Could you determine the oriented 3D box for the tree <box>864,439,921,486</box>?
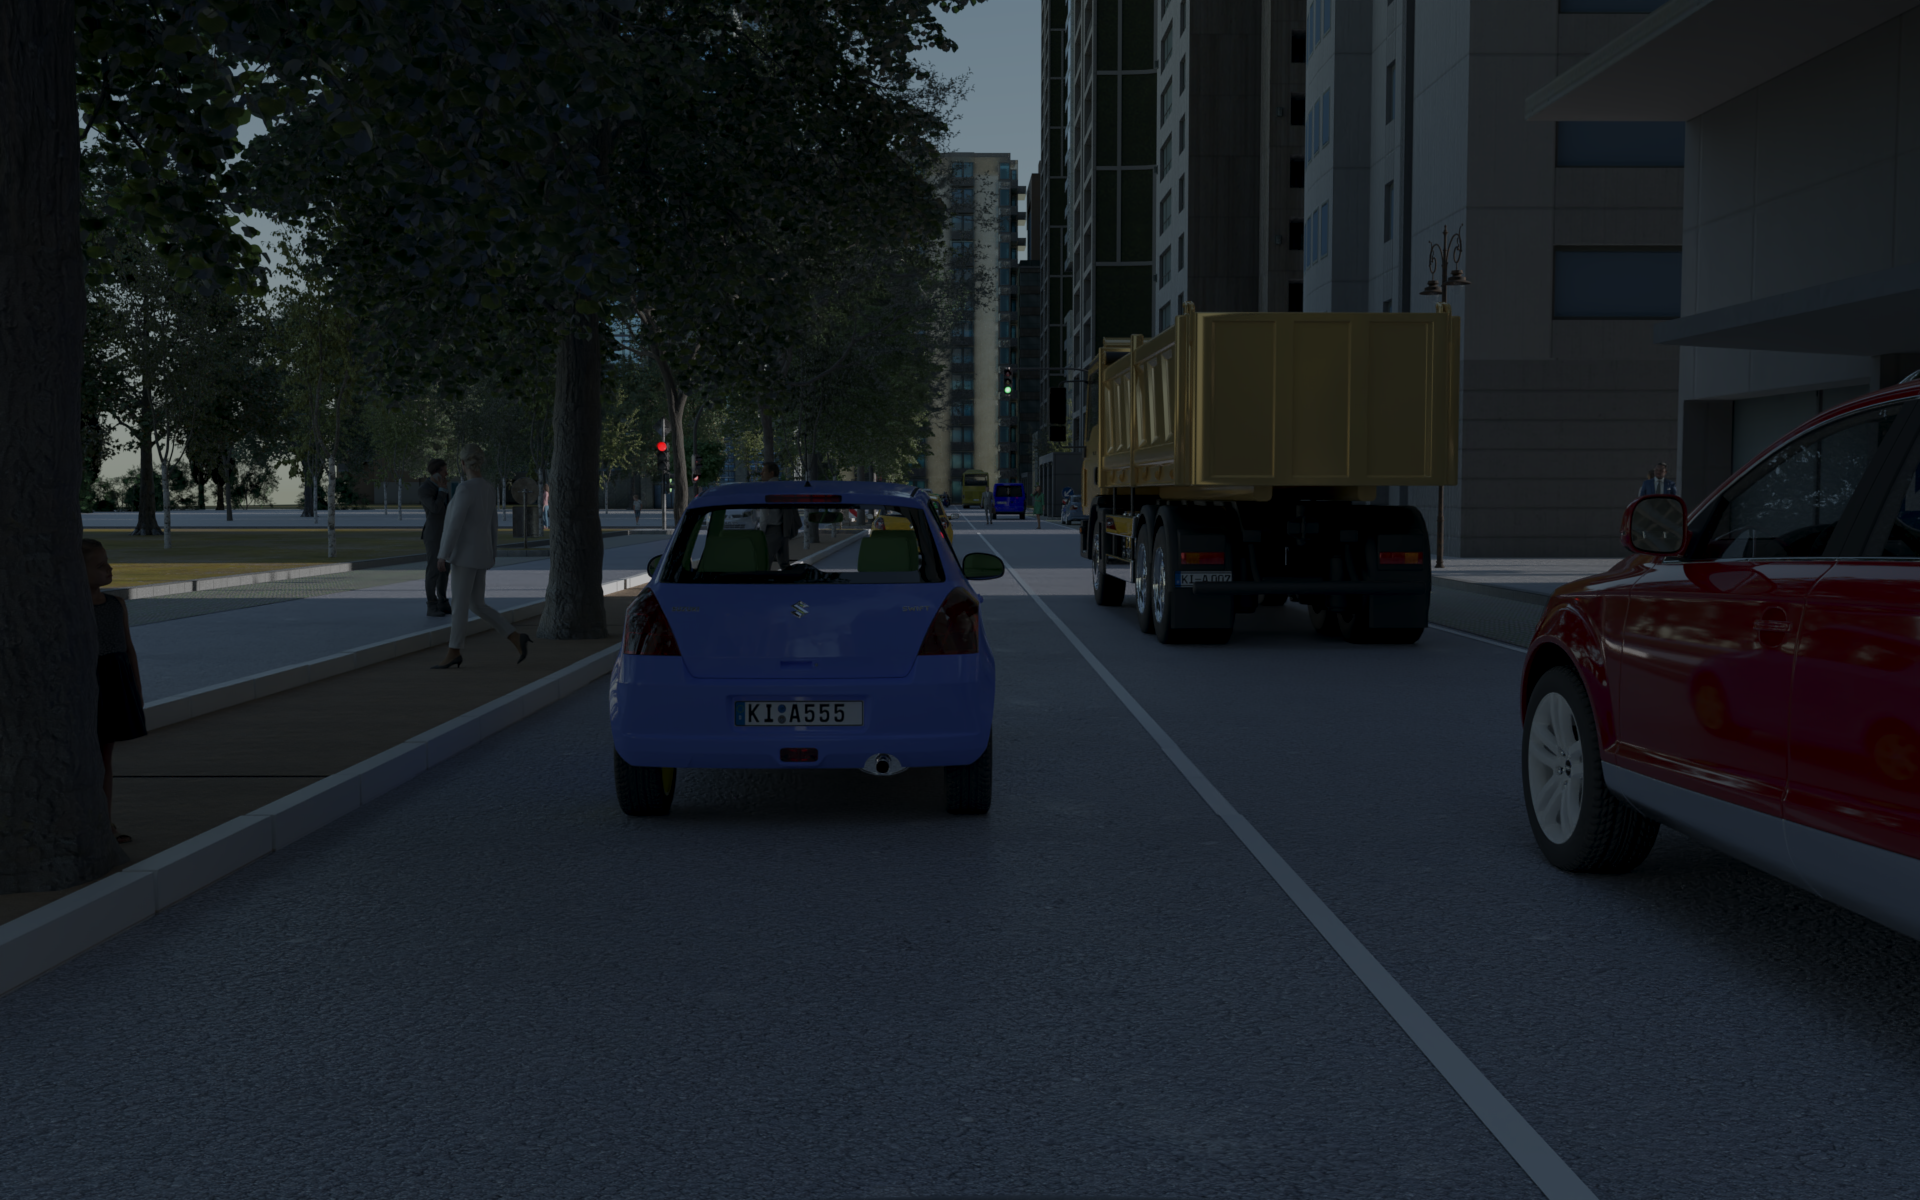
[{"bbox_3d":[-4.631,-10.040,116.968,4.737,8.622,4.395,0,3,0],"label":"tree"}]

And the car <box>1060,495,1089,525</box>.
[{"bbox_3d":[5.700,-4.196,80.610,2.014,1.417,4.499,0,4,-1],"label":"car"}]

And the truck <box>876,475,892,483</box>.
[{"bbox_3d":[-8.624,-12.320,190.342,2.839,4.237,11.283,0,4,-3],"label":"truck"}]

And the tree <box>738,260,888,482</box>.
[{"bbox_3d":[-3.972,-5.618,44.679,4.360,8.622,3.978,0,3,0],"label":"tree"}]

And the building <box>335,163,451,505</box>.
[{"bbox_3d":[-67.607,-34.469,213.684,14.200,45.320,14.600,0,4,-1],"label":"building"}]

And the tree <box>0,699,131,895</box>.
[{"bbox_3d":[-3.546,-5.935,6.149,9.857,13.997,8.962,0,3,0],"label":"tree"}]

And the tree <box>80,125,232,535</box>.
[{"bbox_3d":[-25.301,-8.369,53.843,9.611,12.733,9.660,0,3,0],"label":"tree"}]

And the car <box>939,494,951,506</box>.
[{"bbox_3d":[-2.082,-12.693,217.308,2.009,1.686,4.222,0,4,-1],"label":"car"}]

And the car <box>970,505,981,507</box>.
[{"bbox_3d":[1.510,-10.707,187.419,2.083,1.381,4.827,0,3,0],"label":"car"}]

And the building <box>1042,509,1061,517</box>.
[{"bbox_3d":[15.567,-40.672,103.244,20.563,71.187,20.611,0,4,-1],"label":"building"}]

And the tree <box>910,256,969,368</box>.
[{"bbox_3d":[-6.010,-16.390,126.320,12.611,20.169,13.585,0,3,0],"label":"tree"}]

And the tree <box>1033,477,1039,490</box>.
[{"bbox_3d":[7.547,-9.746,153.951,1.663,3.219,1.824,0,3,0],"label":"tree"}]

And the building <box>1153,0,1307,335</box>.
[{"bbox_3d":[16.437,-18.679,77.103,14.107,30.474,14.160,0,4,-1],"label":"building"}]

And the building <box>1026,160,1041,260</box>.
[{"bbox_3d":[16.439,-35.796,235.370,14.200,45.320,14.600,0,4,-1],"label":"building"}]

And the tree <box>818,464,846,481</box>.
[{"bbox_3d":[-13.908,-12.330,185.306,4.285,4.588,4.351,0,3,0],"label":"tree"}]

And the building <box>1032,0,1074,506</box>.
[{"bbox_3d":[19.125,-52.413,169.629,22.319,86.520,31.000,0,4,-1],"label":"building"}]

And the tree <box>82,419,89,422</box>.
[{"bbox_3d":[-39.008,-7.493,72.874,4.737,8.622,4.395,0,3,0],"label":"tree"}]

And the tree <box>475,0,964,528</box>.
[{"bbox_3d":[-4.119,-5.455,26.066,8.767,10.594,7.601,0,4,-1],"label":"tree"}]

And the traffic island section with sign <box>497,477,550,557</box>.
[{"bbox_3d":[-10.150,-1.929,40.169,1.989,1.847,2.006,0,4,-1],"label":"traffic island section with sign"}]

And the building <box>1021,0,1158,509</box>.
[{"bbox_3d":[17.668,-46.336,195.842,20.563,71.187,20.611,0,4,-1],"label":"building"}]

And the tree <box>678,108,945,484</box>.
[{"bbox_3d":[-4.413,-7.950,50.566,7.486,12.596,7.792,0,3,0],"label":"tree"}]

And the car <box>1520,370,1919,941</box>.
[{"bbox_3d":[3.298,0.226,4.978,2.281,1.827,5.304,0,4,-1],"label":"car"}]

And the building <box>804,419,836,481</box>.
[{"bbox_3d":[-26.677,-31.365,204.706,23.993,40.220,32.217,0,4,-1],"label":"building"}]

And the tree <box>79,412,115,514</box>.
[{"bbox_3d":[-62.800,-13.292,119.151,13.155,14.587,18.604,-1,4,-11],"label":"tree"}]

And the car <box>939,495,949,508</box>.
[{"bbox_3d":[-2.077,-10.411,182.800,1.945,1.354,3.894,0,4,-1],"label":"car"}]

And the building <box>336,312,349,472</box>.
[{"bbox_3d":[-76.868,-28.398,236.001,14.107,30.474,14.160,0,4,-1],"label":"building"}]

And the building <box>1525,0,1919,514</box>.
[{"bbox_3d":[21.603,-25.829,11.541,28.713,52.752,27.495,0,4,-1],"label":"building"}]

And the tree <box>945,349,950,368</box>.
[{"bbox_3d":[-4.260,-9.293,72.529,7.486,12.596,7.792,0,3,0],"label":"tree"}]

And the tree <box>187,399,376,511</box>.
[{"bbox_3d":[-57.145,-14.540,139.553,18.604,14.587,13.155,-1,4,-21],"label":"tree"}]

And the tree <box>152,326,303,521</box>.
[{"bbox_3d":[-34.928,-9.072,82.744,8.767,10.594,7.601,-1,4,-12],"label":"tree"}]

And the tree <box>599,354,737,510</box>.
[{"bbox_3d":[-20.653,-12.840,126.943,9.611,12.733,9.660,0,3,0],"label":"tree"}]

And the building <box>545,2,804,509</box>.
[{"bbox_3d":[-25.324,-51.797,159.559,22.319,86.520,31.000,0,4,-1],"label":"building"}]

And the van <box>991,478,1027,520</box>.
[{"bbox_3d":[2.752,-5.781,98.899,2.240,2.365,5.245,0,4,1],"label":"van"}]

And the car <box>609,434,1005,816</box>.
[{"bbox_3d":[-0.717,0.034,9.031,1.945,1.707,3.694,0,4,-2],"label":"car"}]

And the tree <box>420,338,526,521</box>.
[{"bbox_3d":[-21.616,-7.681,75.943,4.360,8.622,3.978,0,3,0],"label":"tree"}]

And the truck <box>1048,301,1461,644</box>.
[{"bbox_3d":[3.040,-1.484,20.184,3.469,3.379,9.791,0,4,-2],"label":"truck"}]

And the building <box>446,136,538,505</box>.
[{"bbox_3d":[-49.527,-35.863,210.065,21.600,48.544,21.300,0,4,-1],"label":"building"}]

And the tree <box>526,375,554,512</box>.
[{"bbox_3d":[-21.614,-8.091,82.657,4.360,8.622,3.978,0,3,0],"label":"tree"}]

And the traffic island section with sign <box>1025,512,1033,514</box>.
[{"bbox_3d":[5.517,-6.941,122.114,1.989,1.847,2.006,0,4,-1],"label":"traffic island section with sign"}]

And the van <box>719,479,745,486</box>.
[{"bbox_3d":[-7.611,-3.181,59.024,2.013,2.044,4.112,0,4,-1],"label":"van"}]

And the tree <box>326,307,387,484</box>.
[{"bbox_3d":[-36.691,-11.008,96.994,9.611,12.733,9.660,0,3,0],"label":"tree"}]

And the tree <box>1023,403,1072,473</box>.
[{"bbox_3d":[7.271,-11.430,137.242,4.360,8.622,3.978,0,3,0],"label":"tree"}]

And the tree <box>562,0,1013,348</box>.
[{"bbox_3d":[-4.006,-7.539,36.089,12.009,13.543,11.850,0,3,0],"label":"tree"}]

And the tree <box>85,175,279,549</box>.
[{"bbox_3d":[-18.497,-5.512,40.484,4.360,8.622,3.978,0,3,0],"label":"tree"}]

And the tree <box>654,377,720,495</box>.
[{"bbox_3d":[-17.501,-9.613,107.531,4.737,8.622,4.395,0,3,0],"label":"tree"}]

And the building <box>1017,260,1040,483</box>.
[{"bbox_3d":[14.053,-27.075,214.379,14.160,30.474,14.107,0,4,-1],"label":"building"}]

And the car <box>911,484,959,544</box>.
[{"bbox_3d":[-1.016,-1.621,36.726,2.015,1.641,3.980,0,4,-1],"label":"car"}]

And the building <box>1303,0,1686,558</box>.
[{"bbox_3d":[20.428,-30.896,47.142,21.231,58.520,28.212,0,4,-1],"label":"building"}]

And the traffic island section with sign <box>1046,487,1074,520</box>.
[{"bbox_3d":[5.762,-5.293,95.160,1.989,1.847,2.006,0,4,-1],"label":"traffic island section with sign"}]

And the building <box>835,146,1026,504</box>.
[{"bbox_3d":[-6.289,-37.955,240.168,30.456,49.044,23.786,0,4,-1],"label":"building"}]

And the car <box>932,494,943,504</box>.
[{"bbox_3d":[-2.272,-7.599,133.040,1.959,1.807,4.718,0,4,-2],"label":"car"}]

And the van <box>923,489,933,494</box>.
[{"bbox_3d":[-2.886,-8.137,140.058,2.013,2.044,4.112,0,4,-1],"label":"van"}]
